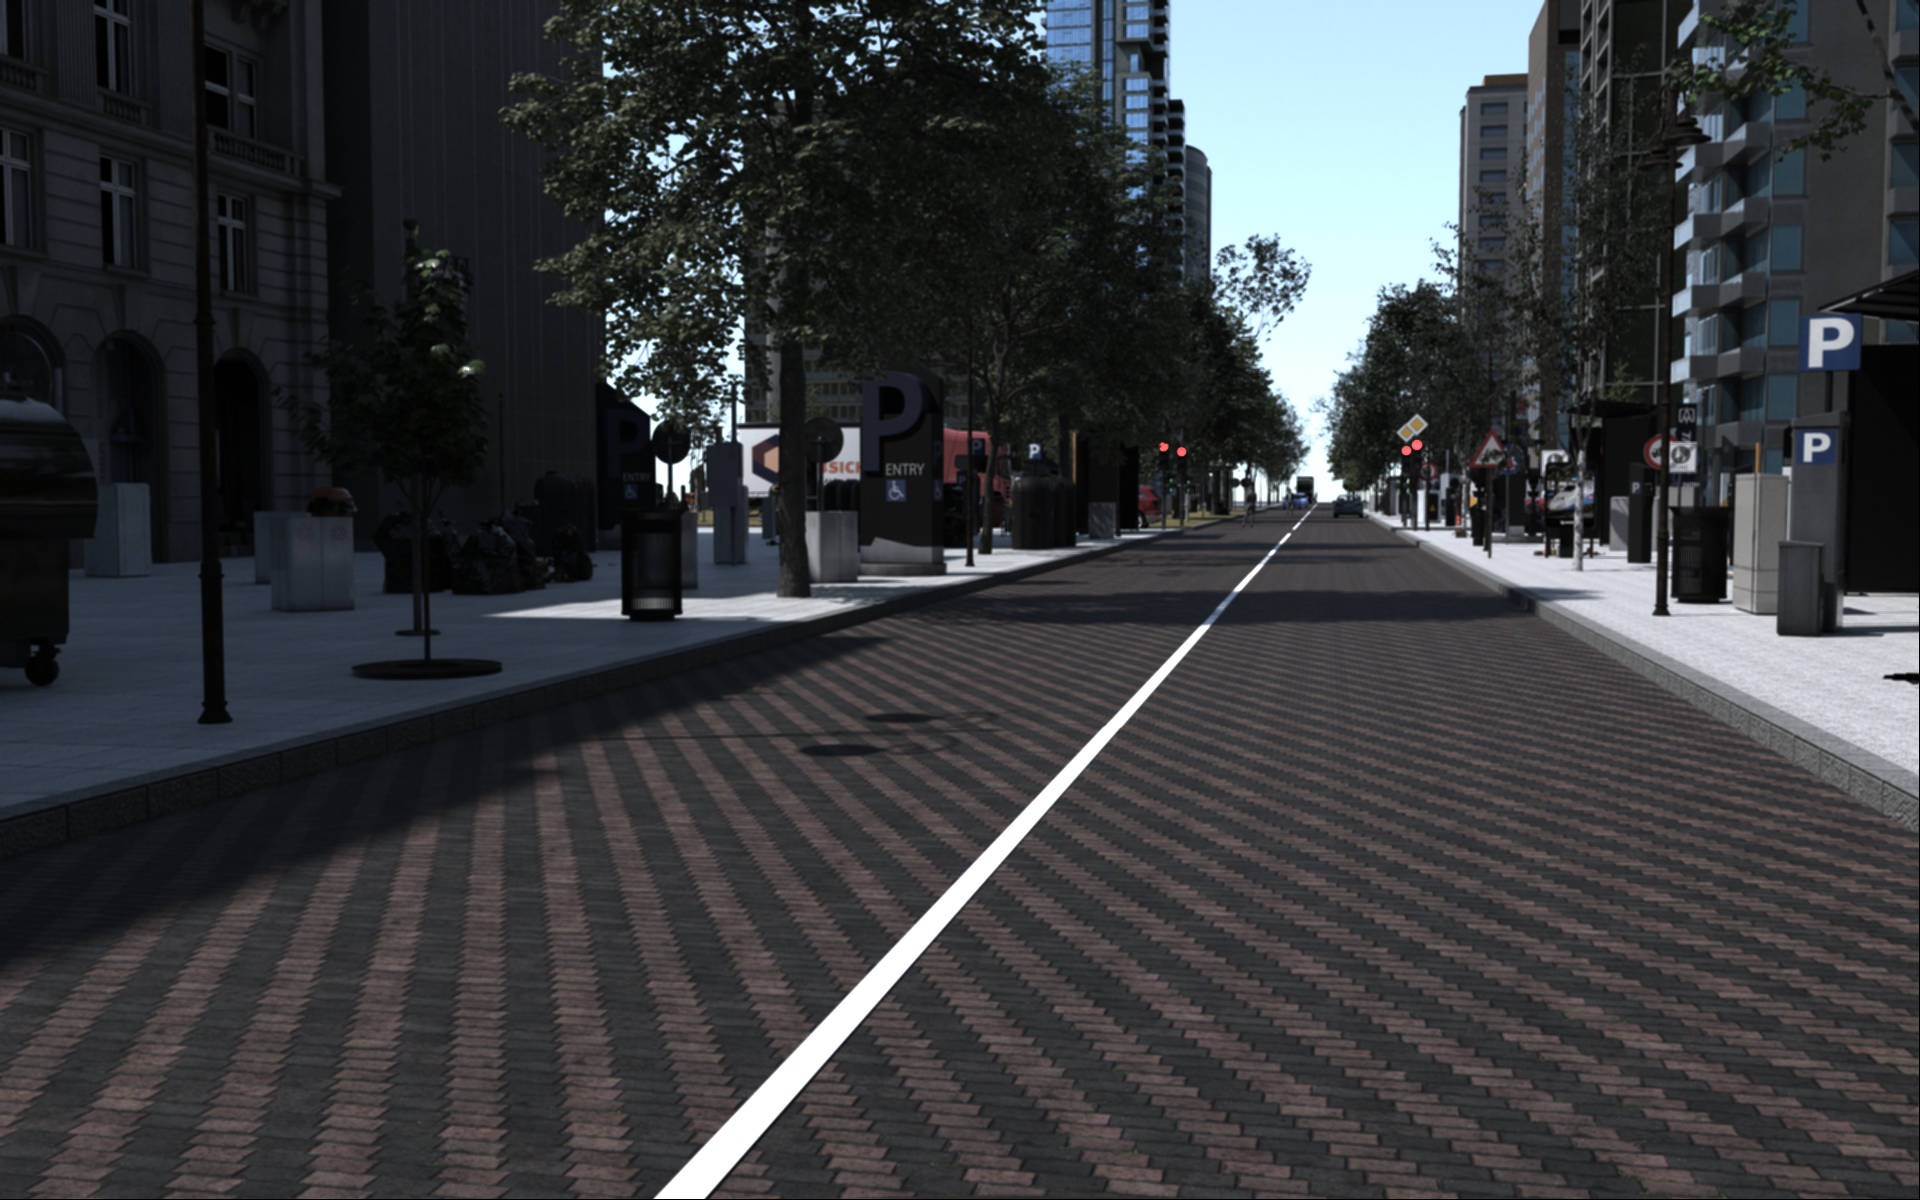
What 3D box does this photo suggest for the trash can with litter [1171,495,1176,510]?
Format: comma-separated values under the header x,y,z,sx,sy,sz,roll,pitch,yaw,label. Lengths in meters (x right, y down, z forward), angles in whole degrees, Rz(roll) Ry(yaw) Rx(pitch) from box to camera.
x,y,z,sx,sy,sz,roll,pitch,yaw,label
16.696,-7.619,135.957,0.624,1.170,1.055,-1,4,-11,trash can with litter

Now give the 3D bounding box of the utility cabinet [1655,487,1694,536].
x,y,z,sx,sy,sz,roll,pitch,yaw,label
21.647,-2.687,52.617,1.173,1.500,0.318,2,4,27,utility cabinet

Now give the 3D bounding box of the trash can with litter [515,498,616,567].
x,y,z,sx,sy,sz,roll,pitch,yaw,label
-7.266,-1.204,30.735,2.233,1.210,1.678,0,4,2,trash can with litter

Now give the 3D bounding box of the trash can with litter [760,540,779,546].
x,y,z,sx,sy,sz,roll,pitch,yaw,label
-4.416,-1.999,43.741,1.678,1.210,2.233,2,4,29,trash can with litter

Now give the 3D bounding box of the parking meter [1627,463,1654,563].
x,y,z,sx,sy,sz,roll,pitch,yaw,label
12.629,-1.616,32.126,0.255,1.863,0.399,-2,4,-26,parking meter

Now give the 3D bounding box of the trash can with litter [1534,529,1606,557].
x,y,z,sx,sy,sz,roll,pitch,yaw,label
12.867,-1.544,36.302,2.233,1.210,1.678,-2,4,-34,trash can with litter

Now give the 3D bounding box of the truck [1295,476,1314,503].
x,y,z,sx,sy,sz,roll,pitch,yaw,label
55.373,-17.684,278.044,2.839,4.237,11.283,1,4,13,truck

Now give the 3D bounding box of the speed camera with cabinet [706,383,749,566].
x,y,z,sx,sy,sz,roll,pitch,yaw,label
-4.234,-2.278,31.575,0.660,3.252,2.038,0,4,-2,speed camera with cabinet

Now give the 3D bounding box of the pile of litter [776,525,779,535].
x,y,z,sx,sy,sz,roll,pitch,yaw,label
-5.535,-2.482,54.544,1.176,0.858,1.719,2,4,34,pile of litter

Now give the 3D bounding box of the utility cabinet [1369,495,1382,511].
x,y,z,sx,sy,sz,roll,pitch,yaw,label
32.446,-7.585,135.169,0.306,1.237,1.020,-3,5,-40,utility cabinet

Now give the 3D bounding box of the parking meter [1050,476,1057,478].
x,y,z,sx,sy,sz,roll,pitch,yaw,label
3.106,-3.148,57.188,0.255,1.863,0.399,1,4,14,parking meter

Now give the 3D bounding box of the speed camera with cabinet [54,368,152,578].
x,y,z,sx,sy,sz,roll,pitch,yaw,label
-13.498,-2.002,27.071,2.038,3.252,0.660,2,4,34,speed camera with cabinet

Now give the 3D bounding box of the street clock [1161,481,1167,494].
x,y,z,sx,sy,sz,roll,pitch,yaw,label
11.550,-5.720,98.084,0.358,2.002,0.471,1,4,20,street clock

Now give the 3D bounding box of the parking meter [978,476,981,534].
x,y,z,sx,sy,sz,roll,pitch,yaw,label
0.513,-3.080,56.072,0.255,1.863,0.399,1,4,10,parking meter

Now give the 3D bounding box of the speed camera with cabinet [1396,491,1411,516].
x,y,z,sx,sy,sz,roll,pitch,yaw,label
26.118,-6.430,99.466,2.038,3.252,0.660,1,4,14,speed camera with cabinet

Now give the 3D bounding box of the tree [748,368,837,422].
x,y,z,sx,sy,sz,roll,pitch,yaw,label
-9.788,-9.176,100.391,4.737,8.622,4.395,0,3,0,tree

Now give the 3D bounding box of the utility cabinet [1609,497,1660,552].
x,y,z,sx,sy,sz,roll,pitch,yaw,label
15.141,-1.694,38.853,1.020,1.237,0.306,2,4,32,utility cabinet

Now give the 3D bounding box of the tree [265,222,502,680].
x,y,z,sx,sy,sz,roll,pitch,yaw,label
-3.814,-1.094,12.496,1.663,3.219,1.824,0,3,0,tree

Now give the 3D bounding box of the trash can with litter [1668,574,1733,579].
x,y,z,sx,sy,sz,roll,pitch,yaw,label
11.899,-0.935,26.349,2.233,1.210,1.678,1,4,13,trash can with litter

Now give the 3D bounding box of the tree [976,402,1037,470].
x,y,z,sx,sy,sz,roll,pitch,yaw,label
3.625,-10.098,115.460,4.737,8.622,4.395,0,3,0,tree

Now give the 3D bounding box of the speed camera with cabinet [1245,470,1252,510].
x,y,z,sx,sy,sz,roll,pitch,yaw,label
23.095,-8.842,138.905,0.660,3.252,2.038,1,4,9,speed camera with cabinet

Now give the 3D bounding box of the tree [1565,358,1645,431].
x,y,z,sx,sy,sz,roll,pitch,yaw,label
34.811,-8.731,93.113,4.737,8.622,4.395,0,3,0,tree

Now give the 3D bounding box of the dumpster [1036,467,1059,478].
x,y,z,sx,sy,sz,roll,pitch,yaw,label
3.156,-3.673,62.548,1.502,2.255,1.985,1,4,12,dumpster

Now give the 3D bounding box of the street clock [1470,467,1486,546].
x,y,z,sx,sy,sz,roll,pitch,yaw,label
12.833,-2.339,42.812,0.471,2.002,0.358,-3,5,-41,street clock

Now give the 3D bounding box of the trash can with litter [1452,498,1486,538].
x,y,z,sx,sy,sz,roll,pitch,yaw,label
14.988,-2.411,50.805,1.055,1.170,0.624,2,4,27,trash can with litter

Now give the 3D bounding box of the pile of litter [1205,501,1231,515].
x,y,z,sx,sy,sz,roll,pitch,yaw,label
15.825,-5.646,106.271,1.719,0.858,1.176,0,4,1,pile of litter

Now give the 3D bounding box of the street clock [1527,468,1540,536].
x,y,z,sx,sy,sz,roll,pitch,yaw,label
15.944,-2.668,48.194,0.358,2.002,0.471,1,4,9,street clock

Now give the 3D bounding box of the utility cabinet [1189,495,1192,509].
x,y,z,sx,sy,sz,roll,pitch,yaw,label
18.787,-7.962,141.338,0.306,1.237,1.020,2,4,29,utility cabinet

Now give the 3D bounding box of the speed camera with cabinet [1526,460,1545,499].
x,y,z,sx,sy,sz,roll,pitch,yaw,label
33.998,-6.552,101.459,2.038,3.252,0.660,-3,4,-38,speed camera with cabinet

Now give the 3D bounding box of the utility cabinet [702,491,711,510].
x,y,z,sx,sy,sz,roll,pitch,yaw,label
-20.119,-7.854,137.096,0.318,1.500,1.173,3,5,45,utility cabinet

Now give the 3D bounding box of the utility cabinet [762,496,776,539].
x,y,z,sx,sy,sz,roll,pitch,yaw,label
-5.537,-2.382,50.115,0.306,1.237,1.020,0,4,0,utility cabinet

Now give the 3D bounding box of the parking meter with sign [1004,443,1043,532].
x,y,z,sx,sy,sz,roll,pitch,yaw,label
2.120,-3.827,58.840,0.543,3.016,1.738,2,4,34,parking meter with sign

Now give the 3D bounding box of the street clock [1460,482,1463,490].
x,y,z,sx,sy,sz,roll,pitch,yaw,label
31.066,-6.301,107.593,0.358,2.002,0.471,0,4,7,street clock

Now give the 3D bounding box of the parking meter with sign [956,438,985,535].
x,y,z,sx,sy,sz,roll,pitch,yaw,label
0.178,-3.504,53.550,0.543,3.016,1.738,2,4,24,parking meter with sign

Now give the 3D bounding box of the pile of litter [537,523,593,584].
x,y,z,sx,sy,sz,roll,pitch,yaw,label
-6.036,-0.703,25.463,1.176,0.858,1.719,1,4,23,pile of litter

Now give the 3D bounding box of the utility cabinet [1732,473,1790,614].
x,y,z,sx,sy,sz,roll,pitch,yaw,label
8.695,-0.619,18.800,0.318,1.500,1.173,1,4,13,utility cabinet

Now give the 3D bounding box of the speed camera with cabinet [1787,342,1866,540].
x,y,z,sx,sy,sz,roll,pitch,yaw,label
11.372,-1.766,23.207,0.660,3.252,2.038,-1,4,-12,speed camera with cabinet

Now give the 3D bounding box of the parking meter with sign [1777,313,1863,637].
x,y,z,sx,sy,sz,roll,pitch,yaw,label
8.016,-1.220,16.205,0.543,3.016,1.738,2,4,32,parking meter with sign

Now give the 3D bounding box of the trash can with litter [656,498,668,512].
x,y,z,sx,sy,sz,roll,pitch,yaw,label
-14.713,-4.343,82.073,1.678,1.210,2.233,-3,5,-44,trash can with litter

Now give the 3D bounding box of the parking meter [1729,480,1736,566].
x,y,z,sx,sy,sz,roll,pitch,yaw,label
13.934,-1.373,30.865,0.372,1.533,0.369,0,3,0,parking meter

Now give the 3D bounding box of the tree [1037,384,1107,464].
x,y,z,sx,sy,sz,roll,pitch,yaw,label
7.944,-9.650,108.140,4.737,8.622,4.395,0,3,0,tree

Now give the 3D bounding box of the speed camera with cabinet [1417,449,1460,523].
x,y,z,sx,sy,sz,roll,pitch,yaw,label
21.089,-5.016,76.347,2.038,3.252,0.660,-2,4,-27,speed camera with cabinet

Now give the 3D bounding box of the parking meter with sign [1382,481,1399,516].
x,y,z,sx,sy,sz,roll,pitch,yaw,label
25.647,-6.460,101.878,1.738,3.016,0.543,2,4,34,parking meter with sign

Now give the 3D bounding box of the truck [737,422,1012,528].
x,y,z,sx,sy,sz,roll,pitch,yaw,label
-2.964,-4.838,68.009,11.283,4.237,2.839,1,4,11,truck

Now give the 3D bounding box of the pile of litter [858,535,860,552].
x,y,z,sx,sy,sz,roll,pitch,yaw,label
-2.036,-1.496,38.431,1.176,0.858,1.719,-2,4,-35,pile of litter

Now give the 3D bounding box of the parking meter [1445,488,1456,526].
x,y,z,sx,sy,sz,roll,pitch,yaw,label
19.458,-3.687,68.700,0.372,1.533,0.369,0,3,0,parking meter

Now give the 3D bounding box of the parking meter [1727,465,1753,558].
x,y,z,sx,sy,sz,roll,pitch,yaw,label
15.494,-1.757,34.436,0.399,1.863,0.255,0,4,4,parking meter

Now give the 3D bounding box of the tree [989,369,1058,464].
x,y,z,sx,sy,sz,roll,pitch,yaw,label
3.029,-8.748,93.387,4.360,8.622,3.978,0,3,0,tree

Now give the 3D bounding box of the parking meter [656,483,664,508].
x,y,z,sx,sy,sz,roll,pitch,yaw,label
-15.813,-5.225,91.147,0.255,1.863,0.399,3,5,40,parking meter

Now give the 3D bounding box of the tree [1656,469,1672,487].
x,y,z,sx,sy,sz,roll,pitch,yaw,label
44.325,-7.885,112.636,4.285,4.588,4.351,0,3,0,tree

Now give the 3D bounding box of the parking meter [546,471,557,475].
x,y,z,sx,sy,sz,roll,pitch,yaw,label
-10.477,-2.369,44.447,0.255,1.863,0.399,-1,4,-17,parking meter

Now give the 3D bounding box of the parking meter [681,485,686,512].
x,y,z,sx,sy,sz,roll,pitch,yaw,label
-17.890,-6.500,111.983,0.255,1.863,0.399,0,4,-2,parking meter

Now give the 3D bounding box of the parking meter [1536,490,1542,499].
x,y,z,sx,sy,sz,roll,pitch,yaw,label
39.706,-6.748,118.735,0.372,1.533,0.369,0,3,0,parking meter

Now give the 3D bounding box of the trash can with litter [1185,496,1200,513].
x,y,z,sx,sy,sz,roll,pitch,yaw,label
16.126,-6.650,120.107,1.055,1.170,0.624,-3,5,-42,trash can with litter
